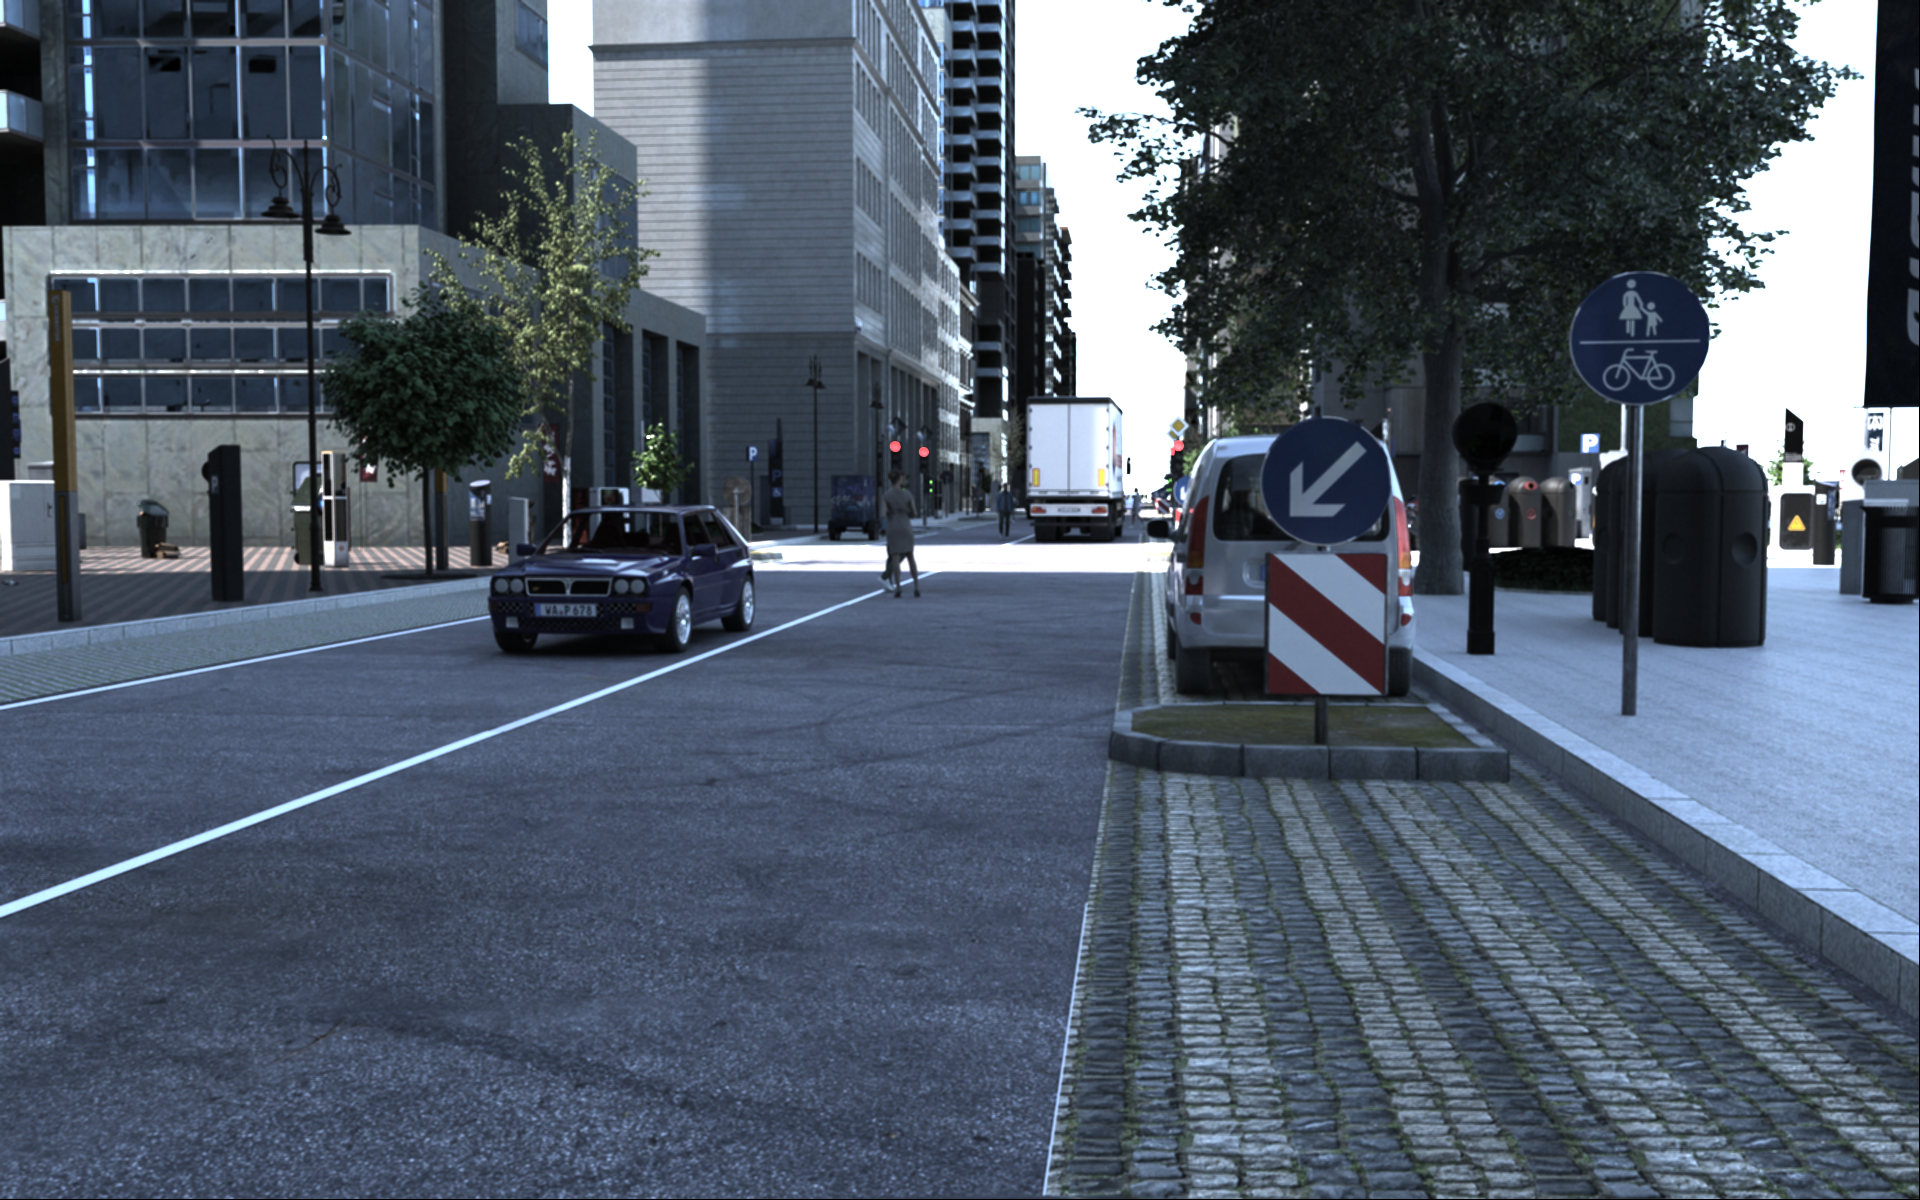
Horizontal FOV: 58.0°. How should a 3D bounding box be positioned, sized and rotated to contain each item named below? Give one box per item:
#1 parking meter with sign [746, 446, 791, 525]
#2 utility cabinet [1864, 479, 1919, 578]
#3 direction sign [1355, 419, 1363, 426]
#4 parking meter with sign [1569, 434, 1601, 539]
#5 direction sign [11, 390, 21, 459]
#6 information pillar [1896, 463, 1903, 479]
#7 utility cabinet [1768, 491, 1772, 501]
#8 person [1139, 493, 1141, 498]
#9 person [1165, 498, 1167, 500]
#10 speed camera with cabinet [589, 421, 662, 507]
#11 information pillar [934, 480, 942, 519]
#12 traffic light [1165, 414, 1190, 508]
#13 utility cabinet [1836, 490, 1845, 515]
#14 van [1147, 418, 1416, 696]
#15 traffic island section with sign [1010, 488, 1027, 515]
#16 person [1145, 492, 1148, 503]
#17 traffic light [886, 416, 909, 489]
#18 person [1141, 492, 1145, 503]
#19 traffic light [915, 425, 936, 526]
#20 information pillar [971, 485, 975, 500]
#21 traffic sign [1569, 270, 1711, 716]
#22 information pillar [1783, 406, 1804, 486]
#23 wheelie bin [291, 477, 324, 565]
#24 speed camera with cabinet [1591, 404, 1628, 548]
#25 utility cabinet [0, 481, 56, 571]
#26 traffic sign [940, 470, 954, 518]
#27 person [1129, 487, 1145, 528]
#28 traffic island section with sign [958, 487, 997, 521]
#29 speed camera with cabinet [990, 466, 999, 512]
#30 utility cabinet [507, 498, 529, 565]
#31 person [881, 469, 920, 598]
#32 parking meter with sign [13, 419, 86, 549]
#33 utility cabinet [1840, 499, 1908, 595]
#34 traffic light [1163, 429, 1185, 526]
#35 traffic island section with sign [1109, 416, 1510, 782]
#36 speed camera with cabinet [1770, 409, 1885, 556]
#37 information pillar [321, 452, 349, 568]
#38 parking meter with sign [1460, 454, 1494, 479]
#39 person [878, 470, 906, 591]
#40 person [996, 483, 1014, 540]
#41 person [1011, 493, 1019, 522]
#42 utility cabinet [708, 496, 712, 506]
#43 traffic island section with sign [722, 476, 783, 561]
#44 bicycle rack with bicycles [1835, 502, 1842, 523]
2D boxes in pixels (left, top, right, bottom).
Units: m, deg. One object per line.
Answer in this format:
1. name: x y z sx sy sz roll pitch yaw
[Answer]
1. parking meter with sign: -6.886 -4.065 62.719 1.738 3.016 0.543 2 4 34
2. utility cabinet: 14.375 -1.077 26.292 1.173 1.500 0.318 2 4 24
3. direction sign: 12.093 -3.705 52.575 0.379 3.537 0.876 0 4 -2
4. parking meter with sign: 17.753 -3.266 49.661 0.543 3.016 1.738 3 5 40
5. direction sign: -20.776 -2.794 37.687 0.379 3.537 0.876 1 4 13
6. information pillar: 70.988 -8.537 130.931 0.504 3.616 0.183 0 4 -2
7. utility cabinet: 56.718 -6.913 121.712 0.318 1.500 1.173 0 4 -6
8. person: 28.766 -16.539 278.935 0.705 1.821 1.348 3 5 39
9. person: 14.726 -7.057 124.158 0.850 1.792 0.678 0 4 2
10. speed camera with cabinet: -8.940 -3.172 46.193 2.038 3.252 0.660 -3 5 -45
11. information pillar: -1.125 -5.193 89.392 0.304 2.012 0.304 -3 5 -41
12. traffic light: 7.690 -4.425 61.269 0.839 4.253 0.868 0 4 6
13. utility cabinet: 48.495 -5.288 95.136 0.318 1.500 1.173 0 4 7
14. van: 2.489 -0.406 13.654 2.013 2.044 4.112 0 4 5
15. traffic island section with sign: 3.891 -6.810 119.974 1.989 1.847 2.006 0 4 6
16. person: 28.644 -15.685 265.864 0.541 1.710 0.530 1 4 20
17. traffic light: -2.265 -4.489 62.321 0.839 4.253 0.868 0 4 6
18. person: 28.921 -16.158 273.210 0.750 1.759 0.617 -3 5 -44
19. traffic light: -1.410 -4.975 70.261 0.839 4.253 0.868 0 4 6
20. information pillar: 1.051 -8.540 144.126 0.304 2.012 0.304 0 4 -3
21. traffic sign: 3.886 -0.604 9.984 0.768 2.556 0.104 1 4 11
22. information pillar: 22.182 -3.352 46.161 0.504 3.616 0.183 1 4 18
23. wheelie bin: -11.696 -1.443 31.505 0.980 1.594 0.693 2 4 32
24. speed camera with cabinet: 14.202 -2.660 37.819 0.660 3.252 2.038 1 4 16
25. utility cabinet: -15.319 -1.233 28.836 0.318 1.500 1.173 2 4 29
26. traffic sign: -0.714 -5.678 92.939 0.768 2.556 0.104 1 4 15
27. person: 7.459 -3.903 73.059 0.760 1.731 0.466 -2 4 -35
28. traffic island section with sign: 0.980 -5.158 92.962 1.989 1.847 2.006 0 4 6
29. speed camera with cabinet: 2.445 -7.922 123.867 0.660 3.252 2.038 0 4 2
30. utility cabinet: -7.584 -1.139 29.784 0.306 1.237 1.020 -1 4 -11
31. person: -0.826 -0.929 24.035 0.599 1.781 0.374 -1 4 -15
32. parking meter with sign: -21.185 -2.685 40.158 1.738 3.016 0.543 0 4 7
33. utility cabinet: 11.801 -0.686 22.384 1.020 1.237 0.306 -2 4 -32
34. traffic light: 8.545 -4.911 69.208 0.839 4.253 0.868 0 4 6
35. traffic island section with sign: 1.836 -0.059 9.598 1.989 1.847 2.006 0 4 6
36. speed camera with cabinet: 17.908 -2.533 35.755 2.038 3.252 0.660 1 4 22
37. information pillar: -10.870 -1.569 30.147 0.304 2.012 0.304 2 4 34
38. parking meter with sign: 17.210 -3.714 56.984 1.738 3.016 0.543 -3 4 -37
39. person: -1.002 -1.014 25.416 0.444 1.785 0.601 -1 4 -10
40. person: 1.409 -2.776 54.235 0.601 1.785 0.444 0 4 -5
41. person: 2.712 -4.732 88.458 0.523 1.515 0.503 -3 5 -43
42. utility cabinet: -16.616 -6.206 112.623 1.020 1.237 0.306 -1 4 -15
43. traffic island section with sign: -4.951 -1.790 37.902 1.989 1.847 2.006 0 4 6
44. bicycle rack with bicycles: 37.846 -3.769 75.000 2.852 0.926 2.925 2 4 29
